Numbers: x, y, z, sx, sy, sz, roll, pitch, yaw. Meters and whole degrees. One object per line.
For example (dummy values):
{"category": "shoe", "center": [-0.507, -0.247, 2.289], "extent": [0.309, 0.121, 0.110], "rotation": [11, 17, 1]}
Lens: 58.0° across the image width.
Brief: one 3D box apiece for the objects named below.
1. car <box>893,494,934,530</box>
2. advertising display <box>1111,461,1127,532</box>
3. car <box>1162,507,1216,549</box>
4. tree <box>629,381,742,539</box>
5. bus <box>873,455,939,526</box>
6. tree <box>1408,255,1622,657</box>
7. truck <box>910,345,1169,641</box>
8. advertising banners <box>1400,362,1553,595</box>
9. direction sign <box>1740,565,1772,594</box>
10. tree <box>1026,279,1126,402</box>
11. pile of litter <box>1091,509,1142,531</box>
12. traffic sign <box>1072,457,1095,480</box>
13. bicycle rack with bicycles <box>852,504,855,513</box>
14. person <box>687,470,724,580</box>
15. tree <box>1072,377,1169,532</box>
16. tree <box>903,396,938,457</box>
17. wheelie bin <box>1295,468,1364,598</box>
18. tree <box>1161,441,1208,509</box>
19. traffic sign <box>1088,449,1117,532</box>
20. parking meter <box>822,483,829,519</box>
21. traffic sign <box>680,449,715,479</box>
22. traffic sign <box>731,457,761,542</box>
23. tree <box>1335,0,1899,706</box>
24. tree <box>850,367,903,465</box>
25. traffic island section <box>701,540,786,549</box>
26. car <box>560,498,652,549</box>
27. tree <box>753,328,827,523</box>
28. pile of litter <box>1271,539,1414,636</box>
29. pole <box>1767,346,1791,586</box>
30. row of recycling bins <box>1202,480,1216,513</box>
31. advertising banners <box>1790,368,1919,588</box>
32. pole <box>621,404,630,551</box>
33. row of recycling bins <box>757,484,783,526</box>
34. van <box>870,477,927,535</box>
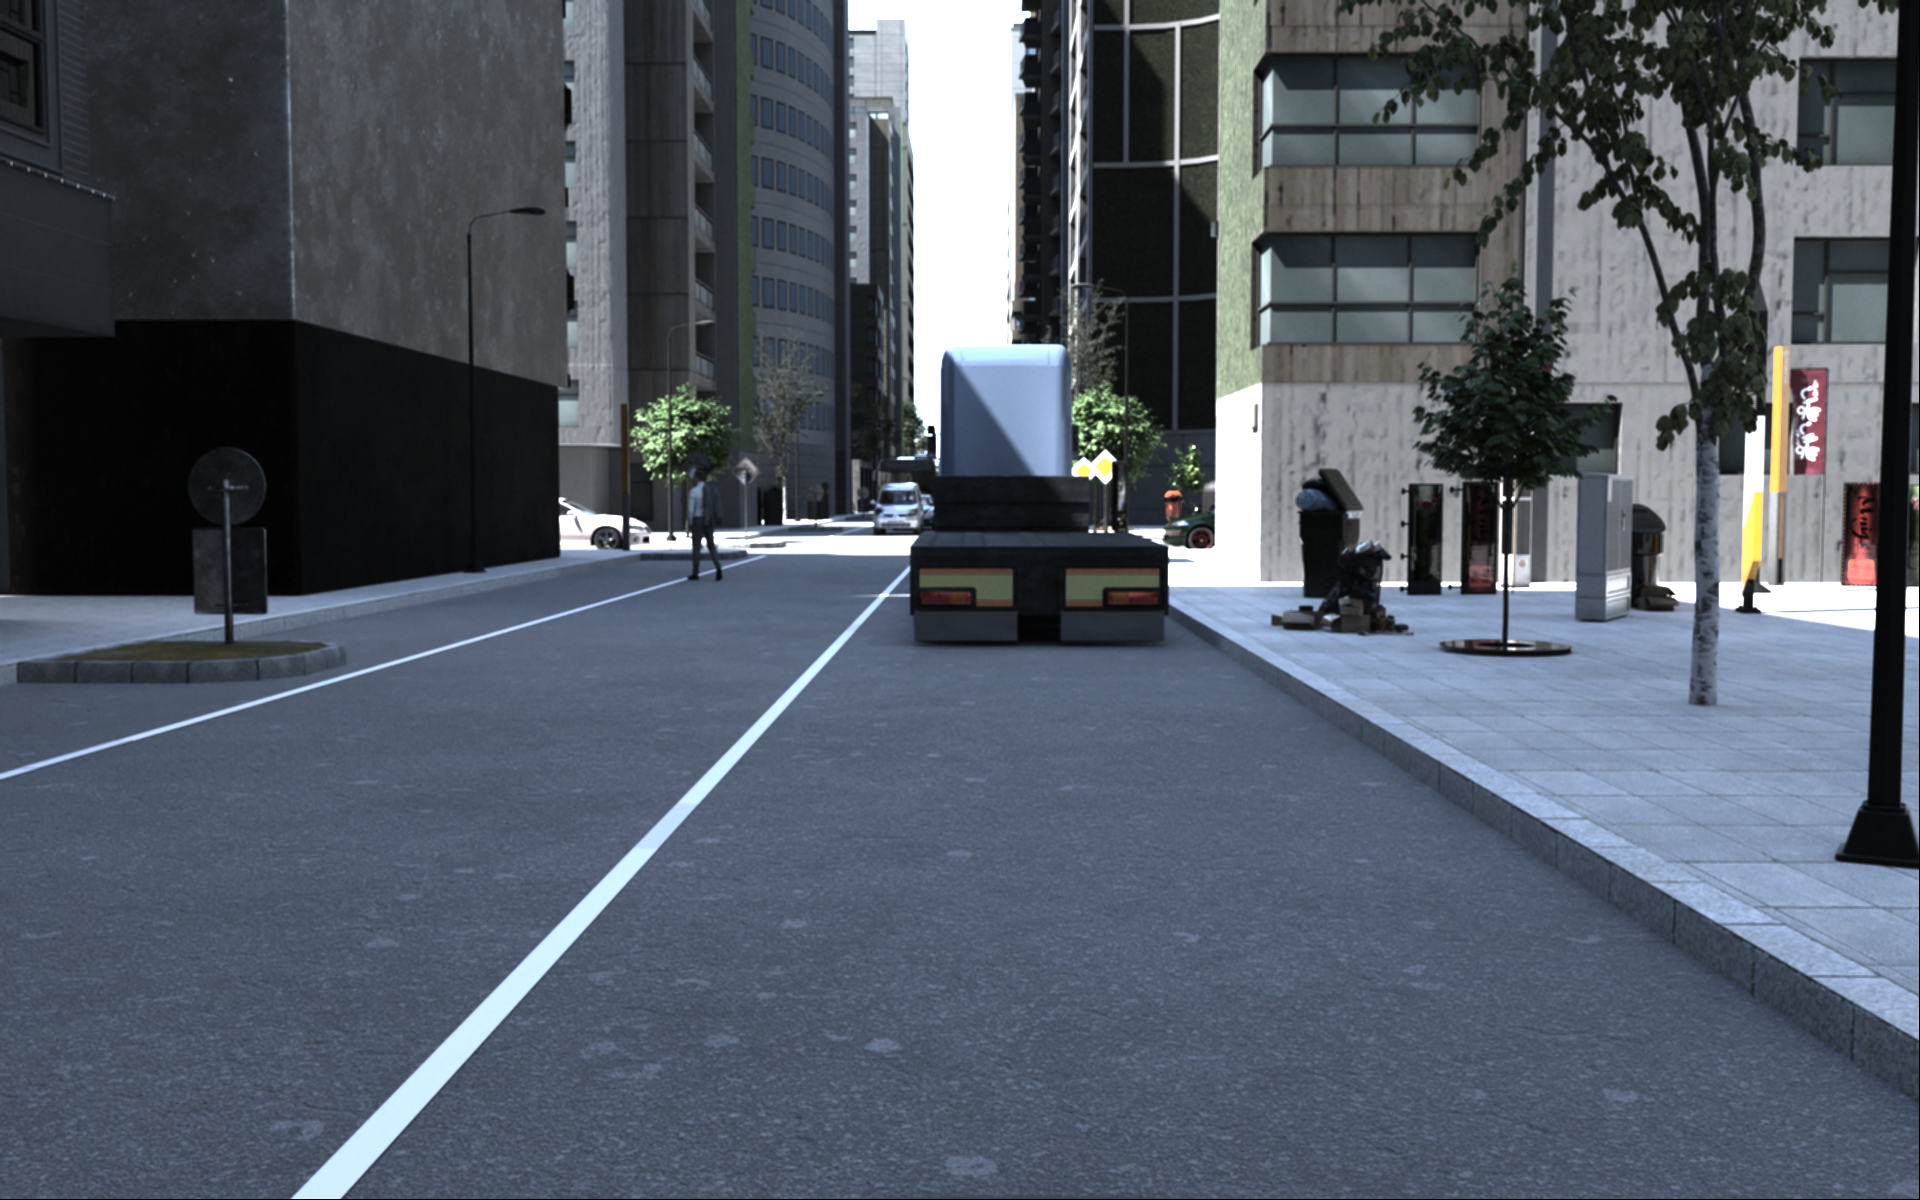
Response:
{"category": "car", "center": [-1.785, -3.548, 69.816], "extent": [2.131, 1.459, 4.920], "rotation": [0, 4, -1]}
{"category": "advertising display", "center": [3.099, -1.745, 33.740], "extent": [0.123, 1.923, 0.974], "rotation": [1, 4, 15]}
{"category": "car", "center": [7.129, -2.029, 42.953], "extent": [4.222, 1.686, 2.009], "rotation": [0, 4, 2]}
{"category": "tree", "center": [-8.041, -4.086, 50.512], "extent": [4.285, 4.588, 4.351], "rotation": [0, 3, 0]}
{"category": "bus", "center": [-2.225, -5.306, 81.618], "extent": [2.948, 3.499, 13.247], "rotation": [0, 4, 1]}
{"category": "tree", "center": [4.588, -1.193, 14.103], "extent": [1.663, 3.219, 1.824], "rotation": [0, 3, 0]}
{"category": "truck", "center": [0.793, -2.183, 25.458], "extent": [2.967, 4.110, 18.799], "rotation": [0, 4, 0]}
{"category": "advertising banners", "center": [6.615, -1.585, 22.096], "extent": [2.074, 3.025, 0.090], "rotation": [-1, 4, -12]}
{"category": "direction sign", "center": [10.347, -1.860, 22.405], "extent": [0.379, 3.537, 0.876], "rotation": [2, 4, 26]}
{"category": "tree", "center": [3.888, -6.674, 59.480], "extent": [4.360, 8.622, 3.978], "rotation": [0, 3, 0]}
{"category": "pile of litter", "center": [5.446, -2.823, 60.122], "extent": [1.719, 0.858, 1.176], "rotation": [1, 4, 15]}
{"category": "traffic sign", "center": [3.324, -2.626, 46.577], "extent": [0.795, 2.450, 0.064], "rotation": [0, 4, 1]}
{"category": "bicycle rack with bicycles", "center": [-8.034, -6.207, 114.867], "extent": [2.852, 0.926, 2.925], "rotation": [3, 5, 43]}
{"category": "person", "center": [-4.234, -1.238, 28.836], "extent": [0.679, 1.850, 0.850], "rotation": [-3, 5, -42]}
{"category": "tree", "center": [4.160, -4.216, 52.639], "extent": [4.285, 4.588, 4.351], "rotation": [0, 3, 0]}
{"category": "tree", "center": [-6.747, -17.204, 198.291], "extent": [9.611, 12.733, 9.660], "rotation": [0, 3, 0]}
{"category": "wheelie bin", "center": [4.570, -0.832, 21.518], "extent": [0.693, 1.594, 0.980], "rotation": [2, 4, 32]}
{"category": "tree", "center": [8.156, -4.041, 60.672], "extent": [1.663, 3.219, 1.824], "rotation": [0, 3, 0]}
{"category": "traffic sign", "center": [3.235, -2.138, 38.592], "extent": [0.795, 2.450, 0.064], "rotation": [0, 4, 1]}
{"category": "parking meter", "center": [-6.834, -5.033, 87.997], "extent": [0.255, 1.863, 0.399], "rotation": [1, 4, 14]}
{"category": "traffic sign", "center": [-5.858, -2.145, 38.714], "extent": [0.795, 2.450, 0.064], "rotation": [0, 4, 1]}
{"category": "traffic sign", "center": [-5.769, -2.633, 46.699], "extent": [0.795, 2.450, 0.064], "rotation": [0, 4, 1]}
{"category": "tree", "center": [4.301, -3.667, 10.313], "extent": [4.737, 8.622, 4.395], "rotation": [0, 3, 0]}
{"category": "tree", "center": [-8.067, -11.212, 117.721], "extent": [8.767, 10.594, 7.601], "rotation": [0, 4, -6]}
{"category": "traffic island section", "center": [-5.793, -1.497, 46.761], "extent": [2.009, 0.180, 2.903], "rotation": [0, 4, 1]}
{"category": "car", "center": [-10.197, -1.911, 43.608], "extent": [4.827, 1.381, 2.083], "rotation": [0, 4, -1]}
{"category": "tree", "center": [-7.921, -7.672, 75.802], "extent": [4.360, 8.622, 3.978], "rotation": [0, 3, 0]}
{"category": "pile of litter", "center": [3.614, -0.151, 16.429], "extent": [1.176, 0.858, 1.719], "rotation": [0, 4, -6]}
{"category": "pole", "center": [11.389, -1.849, 24.075], "extent": [0.158, 3.312, 0.155], "rotation": [0, 3, 0]}
{"category": "row of recycling bins", "center": [8.525, -2.741, 51.933], "extent": [1.069, 1.692, 3.534], "rotation": [3, 5, 43]}
{"category": "advertising banners", "center": [12.495, -1.694, 23.883], "extent": [2.074, 3.025, 0.090], "rotation": [1, 4, 20]}
{"category": "pole", "center": [-7.592, -2.782, 39.322], "extent": [0.158, 3.312, 0.155], "rotation": [0, 3, 0]}
{"category": "row of recycling bins", "center": [-8.998, -3.909, 71.029], "extent": [3.534, 1.692, 1.069], "rotation": [0, 4, 5]}
{"category": "van", "center": [-2.163, -3.343, 61.676], "extent": [2.013, 2.044, 4.112], "rotation": [0, 4, 1]}
